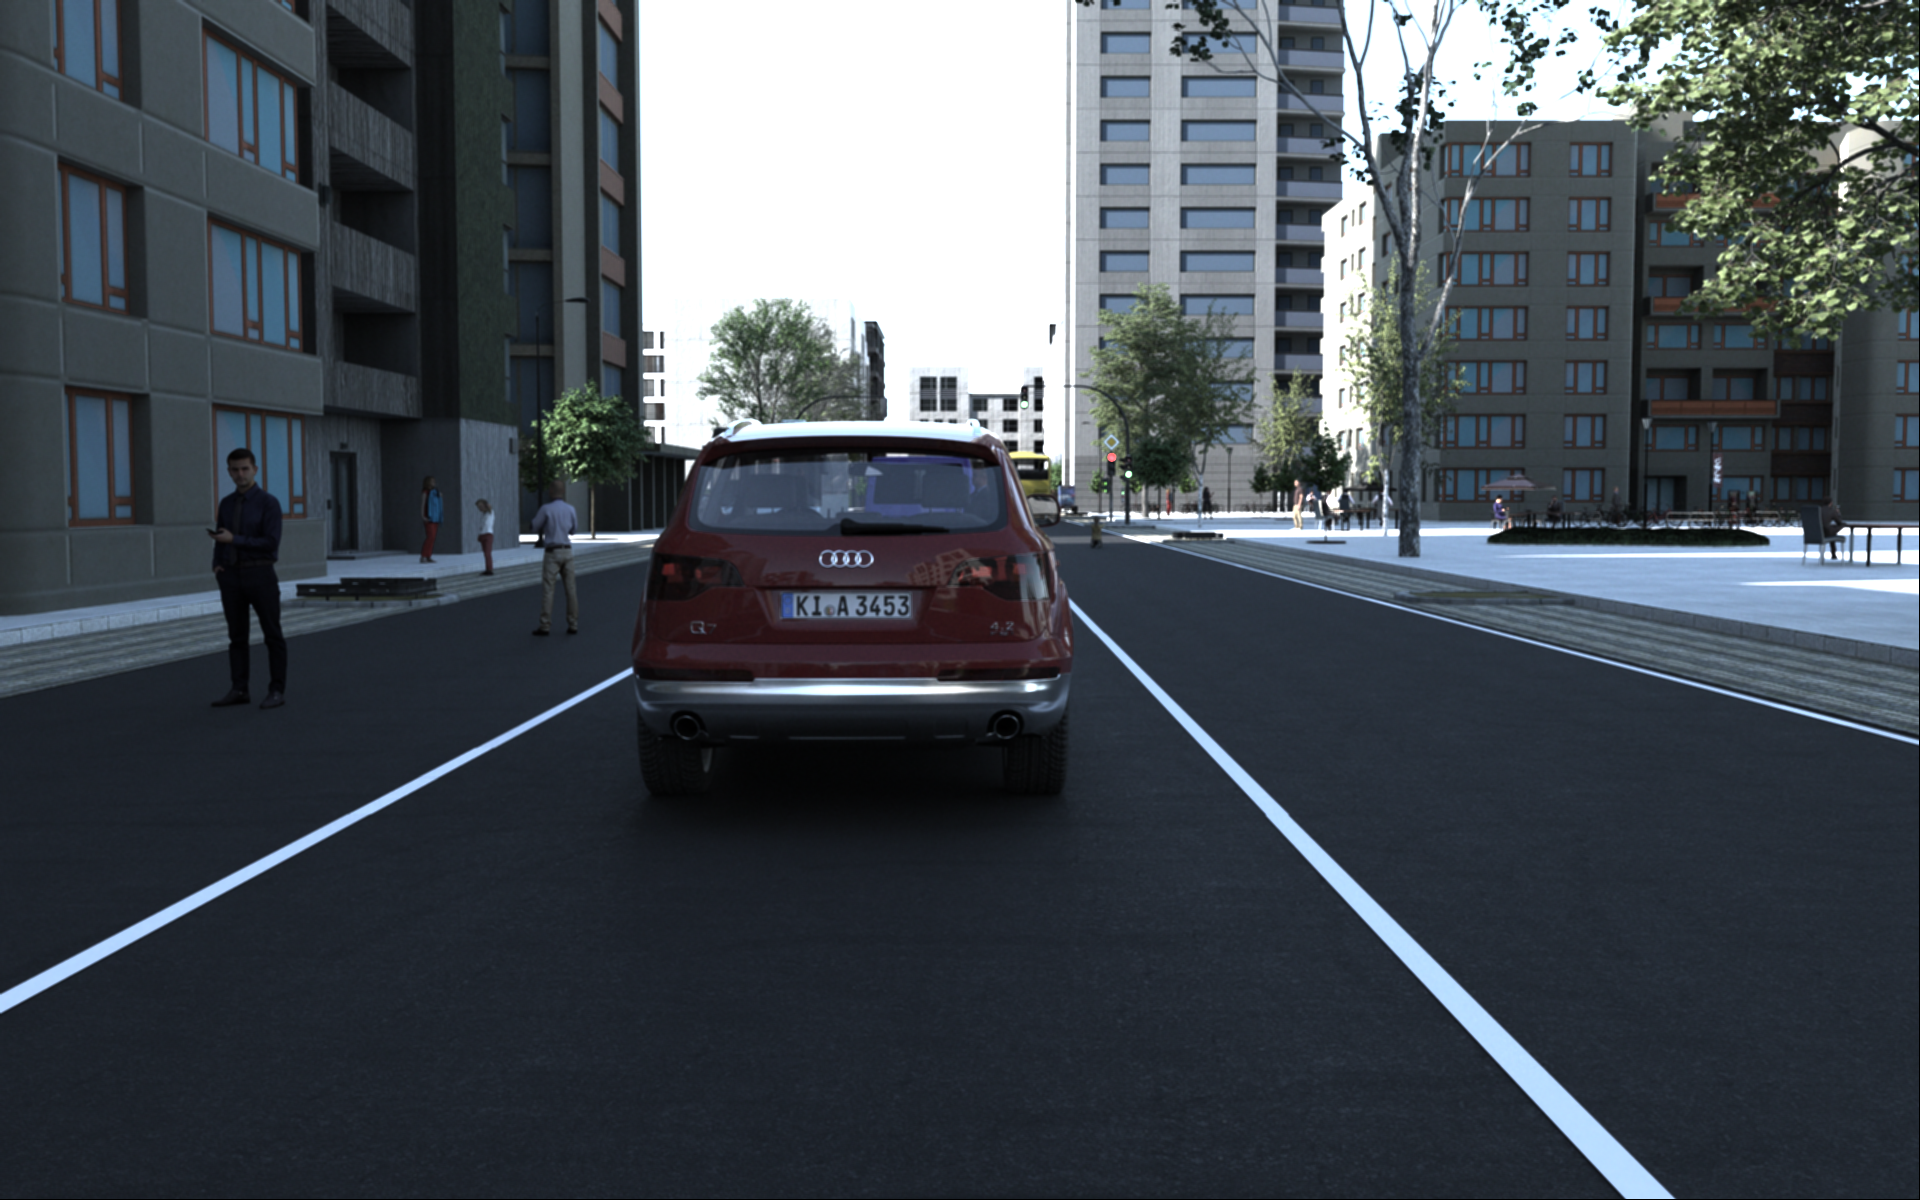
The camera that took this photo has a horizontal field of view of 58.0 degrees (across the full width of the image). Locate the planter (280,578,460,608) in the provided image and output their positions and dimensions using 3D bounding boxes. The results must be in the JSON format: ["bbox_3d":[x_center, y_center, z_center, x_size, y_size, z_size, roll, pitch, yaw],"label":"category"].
[{"bbox_3d":[-7.677,-0.092,22.648,1.991,0.319,1.994,0,4,0],"label":"planter"}]

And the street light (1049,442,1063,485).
[{"bbox_3d":[8.629,-11.178,155.301,1.470,5.913,1.316,0,4,0],"label":"street light"}]

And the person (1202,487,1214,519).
[{"bbox_3d":[12.583,-4.914,87.858,0.593,1.643,0.415,-1,4,-14],"label":"person"}]

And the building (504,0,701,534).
[{"bbox_3d":[-24.516,-24.839,60.740,28.867,44.769,22.147,0,4,0],"label":"building"}]

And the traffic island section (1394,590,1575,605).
[{"bbox_3d":[6.900,-0.021,23.203,1.991,0.108,1.994,0,4,0],"label":"traffic island section"}]

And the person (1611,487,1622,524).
[{"bbox_3d":[28.508,-4.045,75.184,0.434,1.755,0.990,1,4,22],"label":"person"}]

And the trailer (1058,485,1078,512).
[{"bbox_3d":[7.134,-6.718,116.894,1.471,1.999,3.904,0,3,0],"label":"trailer"}]

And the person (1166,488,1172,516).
[{"bbox_3d":[12.189,-5.684,100.688,0.444,1.614,0.593,2,4,24],"label":"person"}]

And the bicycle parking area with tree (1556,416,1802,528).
[{"bbox_3d":[27.436,-4.815,65.720,8.231,4.147,9.016,-2,4,-28],"label":"bicycle parking area with tree"}]

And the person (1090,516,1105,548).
[{"bbox_3d":[3.675,-1.829,46.326,0.347,0.859,0.695,1,4,13],"label":"person"}]

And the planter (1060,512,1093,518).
[{"bbox_3d":[7.106,-5.184,105.904,1.991,0.319,1.994,0,4,0],"label":"planter"}]

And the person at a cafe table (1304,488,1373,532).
[{"bbox_3d":[13.035,-3.138,59.825,1.622,1.524,1.698,-1,4,-13],"label":"person at a cafe table"}]

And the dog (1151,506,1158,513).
[{"bbox_3d":[13.224,-6.142,117.245,0.406,0.507,0.540,2,4,34],"label":"dog"}]

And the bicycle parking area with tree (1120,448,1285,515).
[{"bbox_3d":[15.339,-7.482,109.334,9.016,4.147,8.231,-1,4,-21],"label":"bicycle parking area with tree"}]

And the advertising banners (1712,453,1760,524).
[{"bbox_3d":[32.781,-4.714,73.266,2.074,3.025,0.090,0,4,2],"label":"advertising banners"}]

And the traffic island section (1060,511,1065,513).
[{"bbox_3d":[7.160,-6.733,132.957,1.991,0.108,1.994,0,4,0],"label":"traffic island section"}]

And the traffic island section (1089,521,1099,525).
[{"bbox_3d":[7.042,-3.561,80.510,2.009,0.180,2.903,0,4,0],"label":"traffic island section"}]

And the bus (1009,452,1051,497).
[{"bbox_3d":[3.643,-6.617,99.740,2.896,3.916,12.252,0,4,0],"label":"bus"}]

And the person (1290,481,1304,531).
[{"bbox_3d":[11.595,-3.264,59.541,0.434,1.807,0.598,0,4,6],"label":"person"}]

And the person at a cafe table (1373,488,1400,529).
[{"bbox_3d":[15.531,-3.371,63.631,1.698,1.524,1.622,1,4,12],"label":"person at a cafe table"}]

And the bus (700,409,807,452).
[{"bbox_3d":[-4.561,-3.103,45.594,2.948,3.499,13.247,0,4,-1],"label":"bus"}]

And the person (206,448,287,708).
[{"bbox_3d":[-4.836,-0.150,11.655,0.576,1.737,0.504,1,4,8],"label":"person"}]

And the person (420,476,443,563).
[{"bbox_3d":[-9.874,-1.505,32.352,0.444,1.614,0.593,3,4,36],"label":"person"}]

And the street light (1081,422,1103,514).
[{"bbox_3d":[8.501,-8.496,111.456,1.470,5.913,1.316,0,4,0],"label":"street light"}]

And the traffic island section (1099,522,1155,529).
[{"bbox_3d":[7.023,-3.073,72.525,2.009,0.180,2.903,0,4,0],"label":"traffic island section"}]

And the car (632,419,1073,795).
[{"bbox_3d":[-0.523,-0.069,9.801,2.281,1.827,5.304,0,4,-1],"label":"car"}]

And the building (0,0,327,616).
[{"bbox_3d":[-23.725,-10.209,11.949,27.650,21.520,28.899,0,4,0],"label":"building"}]

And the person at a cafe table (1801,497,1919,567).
[{"bbox_3d":[15.901,-1.238,31.107,1.726,1.238,1.698,-1,4,-20],"label":"person at a cafe table"}]

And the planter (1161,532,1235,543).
[{"bbox_3d":[6.968,-1.832,51.097,1.991,0.319,1.994,0,4,0],"label":"planter"}]

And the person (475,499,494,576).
[{"bbox_3d":[-8.321,-1.100,30.389,0.435,1.345,0.340,2,4,32],"label":"person"}]

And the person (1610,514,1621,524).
[{"bbox_3d":[28.820,-3.632,76.164,0.859,0.850,0.655,0,4,6],"label":"person"}]

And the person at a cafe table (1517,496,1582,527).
[{"bbox_3d":[18.167,-2.588,53.170,1.698,1.238,1.726,2,4,31],"label":"person at a cafe table"}]

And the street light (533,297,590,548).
[{"bbox_3d":[-9.437,-4.190,41.051,1.470,5.913,1.316,0,4,0],"label":"street light"}]

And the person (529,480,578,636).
[{"bbox_3d":[-4.128,-0.435,17.668,0.516,1.574,0.319,-2,4,-33],"label":"person"}]
